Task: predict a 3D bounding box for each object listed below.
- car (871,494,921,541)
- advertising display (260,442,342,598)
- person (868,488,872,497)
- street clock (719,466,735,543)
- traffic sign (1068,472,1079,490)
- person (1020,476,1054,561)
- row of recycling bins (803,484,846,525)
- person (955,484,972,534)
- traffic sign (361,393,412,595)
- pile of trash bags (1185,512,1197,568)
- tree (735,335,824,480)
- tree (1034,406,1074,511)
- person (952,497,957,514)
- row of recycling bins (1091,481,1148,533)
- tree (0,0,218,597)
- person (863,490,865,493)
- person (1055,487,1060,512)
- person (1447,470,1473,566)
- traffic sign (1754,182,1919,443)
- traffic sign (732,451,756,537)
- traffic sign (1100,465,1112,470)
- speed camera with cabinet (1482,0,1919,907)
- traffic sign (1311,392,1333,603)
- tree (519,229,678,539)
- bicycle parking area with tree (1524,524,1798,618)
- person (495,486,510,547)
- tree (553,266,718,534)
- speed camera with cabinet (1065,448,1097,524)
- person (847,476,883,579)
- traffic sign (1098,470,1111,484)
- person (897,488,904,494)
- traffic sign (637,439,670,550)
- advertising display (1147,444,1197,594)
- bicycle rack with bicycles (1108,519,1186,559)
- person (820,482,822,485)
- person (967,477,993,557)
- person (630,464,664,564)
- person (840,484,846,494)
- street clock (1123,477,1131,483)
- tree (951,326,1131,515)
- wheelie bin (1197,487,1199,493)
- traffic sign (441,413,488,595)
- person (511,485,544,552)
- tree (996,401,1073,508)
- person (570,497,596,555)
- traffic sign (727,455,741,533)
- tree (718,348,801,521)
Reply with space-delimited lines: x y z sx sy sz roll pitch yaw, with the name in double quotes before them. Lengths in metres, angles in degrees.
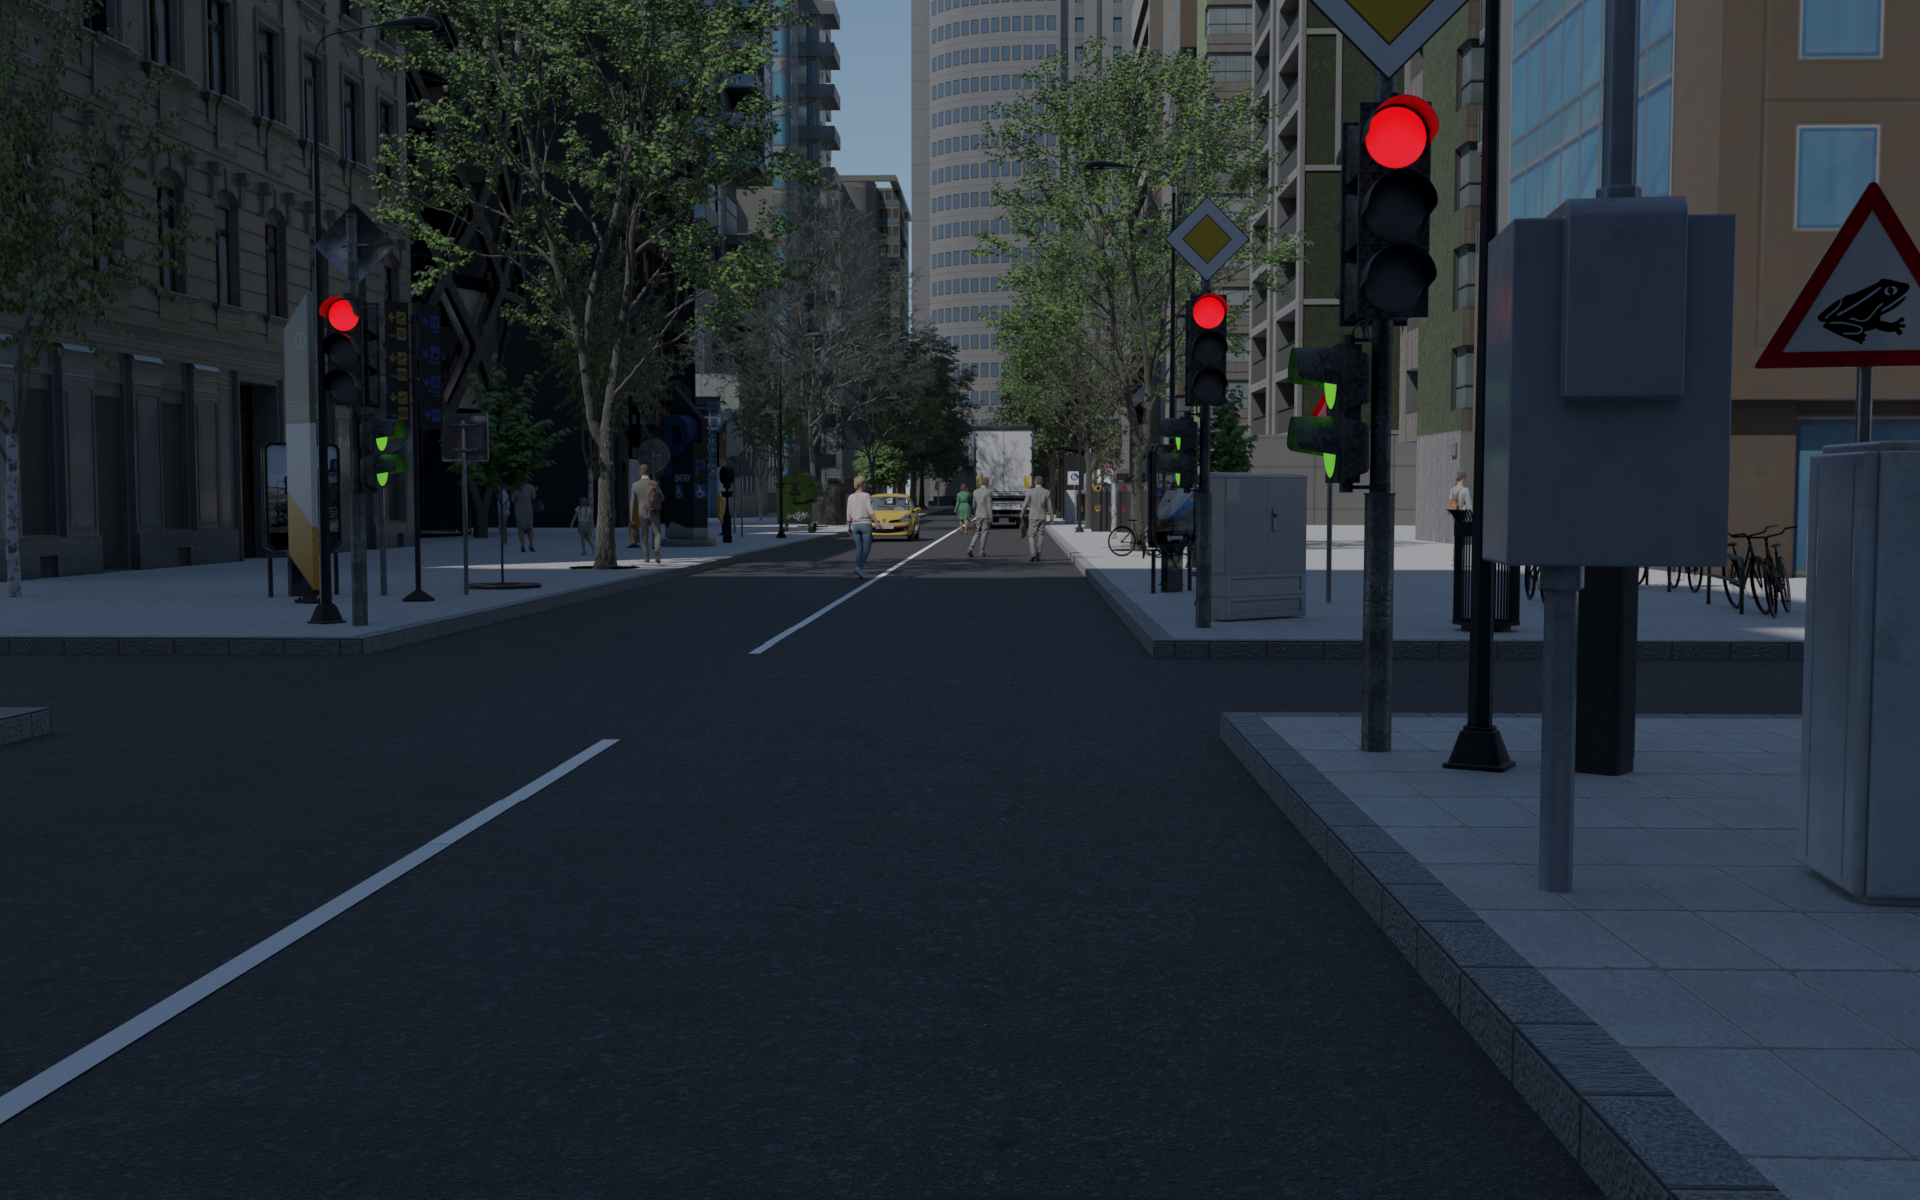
"car" -2.181 -2.652 53.583 2.015 1.641 3.980 0 4 2
"advertising display" -8.256 -1.011 21.741 0.974 1.923 0.123 -3 5 -45
"person" -6.514 -7.272 125.862 0.541 1.710 0.530 -3 4 -36
"street clock" -6.108 -2.499 45.427 0.358 2.002 0.471 -2 4 -34
"traffic sign" 5.204 -4.687 78.763 0.606 2.300 0.079 0 4 4
"person" 1.639 -1.738 37.037 0.709 1.813 0.853 0 4 -8
"row of recycling bins" -5.748 -4.007 72.627 1.069 1.692 3.534 -2 4 -25
"person" 0.127 -3.248 61.853 0.600 1.795 0.529 0 4 -8
"traffic sign" -7.299 -1.331 21.867 0.768 2.556 0.104 0 4 3
"pile of trash bags" 5.083 -1.326 31.438 1.912 1.369 3.447 1 4 13
"tree" -8.038 -7.769 77.392 4.737 8.622 4.395 0 3 0
"tree" 7.309 -12.126 132.667 7.601 10.594 8.767 0 4 4
"person" -0.187 -6.823 123.295 0.697 1.427 0.421 1 4 15
"row of recycling bins" 5.571 -3.112 57.998 1.069 1.692 3.534 -2 4 -29
"tree" -11.759 -4.356 21.589 4.737 8.622 4.395 0 3 0
"person" -9.058 -9.716 164.767 0.599 1.838 0.709 1 4 17
"person" 6.939 -7.235 124.354 0.705 1.821 1.348 -2 4 -33
"person" 8.752 -1.422 30.304 0.522 1.701 0.512 -2 4 -32
"traffic sign" 3.809 -0.448 7.323 0.884 2.594 0.081 1 4 11
"traffic sign" -6.519 -3.165 51.750 0.884 2.594 0.081 0 4 4
"traffic sign" 6.559 -4.702 76.985 0.768 2.556 0.104 0 4 4
"speed camera with cabinet" 2.783 -0.687 5.577 2.038 3.252 0.660 1 4 9
"traffic sign" 4.334 -1.241 20.296 0.884 2.594 0.081 1 4 11
"tree" -10.319 -6.052 49.314 4.737 8.622 4.395 0 3 0
"bicycle parking area with tree" 10.748 -2.084 21.074 8.231 4.147 9.016 2 4 26
"person" -11.193 -2.113 42.400 0.330 1.601 0.589 0 4 4
"tree" -10.634 -6.412 55.191 4.360 8.622 3.978 0 3 0
"speed camera with cabinet" 5.339 -4.905 74.536 0.660 3.252 2.038 3 5 41
"person" -1.638 -1.227 29.226 0.731 1.740 0.598 1 4 19
"traffic sign" 6.047 -4.306 72.539 0.606 2.300 0.079 1 4 11
"person" -5.362 -9.103 154.738 0.599 1.838 0.709 -2 4 -32
"traffic sign" -7.050 -2.429 39.817 0.768 2.556 0.104 0 4 5
"advertising display" 2.772 -1.064 22.607 0.123 1.923 0.974 3 5 41
"bicycle rack with bicycles" 4.473 -1.340 35.295 2.925 0.926 2.852 0 4 8
"person" -6.422 -4.565 80.541 0.748 1.841 0.638 -2 4 -25
"person" 0.525 -1.881 39.382 0.709 1.813 0.853 3 5 40
"person" -5.800 -1.598 32.132 0.622 1.834 0.822 -1 4 -11
"person" -5.849 -4.748 83.940 0.793 1.790 0.793 0 4 -1
"street clock" 7.188 -4.247 74.014 0.471 2.002 0.358 0 4 -1
"tree" 5.788 -11.621 107.012 9.611 12.733 9.660 0 3 0
"wheelie bin" 5.842 -2.095 42.167 0.693 1.594 0.980 1 4 17
"traffic sign" -6.282 -1.214 21.985 0.606 2.300 0.079 0 4 5
"person" -9.589 -1.961 38.463 0.716 1.782 0.532 -1 4 -10
"tree" 7.882 -15.565 161.146 9.857 13.997 8.962 0 3 0
"person" -7.914 -1.547 36.347 0.505 1.210 0.382 -2 4 -26
"traffic sign" -7.429 -3.481 57.016 0.768 2.556 0.104 0 4 8
"tree" -9.487 -8.066 82.238 4.360 8.622 3.978 0 3 0
